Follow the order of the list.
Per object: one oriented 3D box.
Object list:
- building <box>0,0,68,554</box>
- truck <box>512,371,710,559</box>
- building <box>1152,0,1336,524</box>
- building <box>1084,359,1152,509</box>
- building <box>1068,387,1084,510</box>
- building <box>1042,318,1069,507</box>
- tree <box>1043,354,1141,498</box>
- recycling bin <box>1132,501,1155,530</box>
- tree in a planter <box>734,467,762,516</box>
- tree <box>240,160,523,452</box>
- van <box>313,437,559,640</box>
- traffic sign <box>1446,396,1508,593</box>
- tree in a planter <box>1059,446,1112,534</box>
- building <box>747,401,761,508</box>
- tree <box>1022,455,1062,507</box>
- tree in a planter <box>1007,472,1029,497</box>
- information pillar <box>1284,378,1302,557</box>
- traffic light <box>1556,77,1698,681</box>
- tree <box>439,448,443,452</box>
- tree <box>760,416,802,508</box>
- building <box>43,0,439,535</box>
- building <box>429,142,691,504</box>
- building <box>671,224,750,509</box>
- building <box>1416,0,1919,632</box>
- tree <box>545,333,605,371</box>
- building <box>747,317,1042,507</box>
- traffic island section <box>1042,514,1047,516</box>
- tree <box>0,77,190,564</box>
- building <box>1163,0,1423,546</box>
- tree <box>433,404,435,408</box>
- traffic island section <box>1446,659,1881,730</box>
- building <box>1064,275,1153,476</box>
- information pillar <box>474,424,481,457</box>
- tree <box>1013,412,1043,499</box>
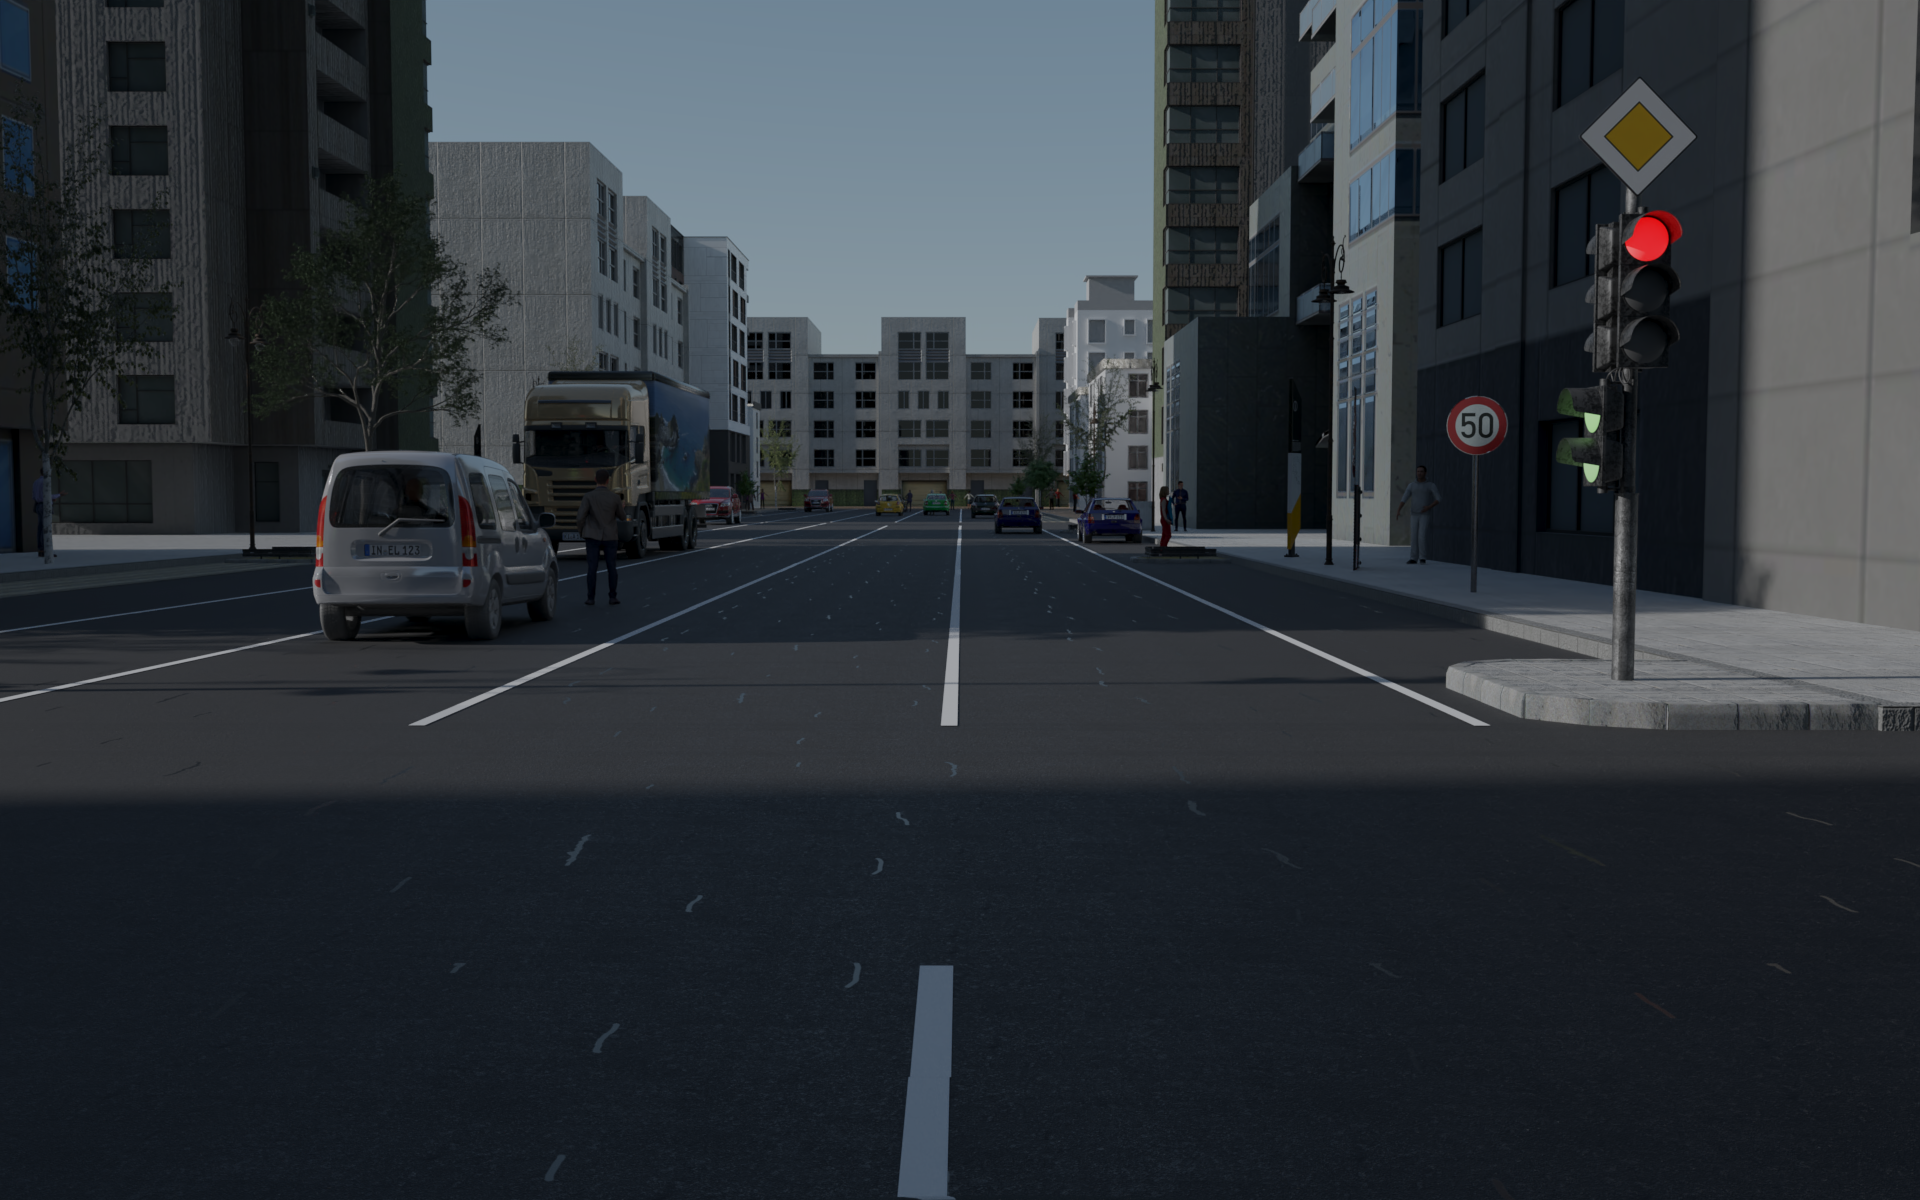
[{"bbox_3d":[-27.002,-23.280,30.734,14.600,45.320,14.200,0,3,0],"label":"building"},{"bbox_3d":[-8.132,-3.233,41.772,2.839,4.237,11.283,0,4,1],"label":"truck"},{"bbox_3d":[15.716,-18.846,79.837,14.160,30.474,14.107,0,3,0],"label":"building"},{"bbox_3d":[13.419,-10.122,107.649,9.099,9.664,28.070,0,3,0],"label":"building"},{"bbox_3d":[13.825,-11.836,135.666,9.099,9.664,28.070,0,3,0],"label":"building"},{"bbox_3d":[23.646,-19.308,182.138,31.486,18.905,16.747,0,3,0],"label":"building"},{"bbox_3d":[7.256,-8.564,90.388,4.360,8.622,3.978,0,3,0],"label":"tree"},{"bbox_3d":[6.436,-2.989,61.416,0.722,1.027,0.722,-2,4,-23],"label":"recycling bin"},{"bbox_3d":[-14.048,-7.124,113.702,1.991,3.239,1.994,0,3,0],"label":"tree in a planter"},{"bbox_3d":[-16.509,-6.970,48.370,7.601,10.594,8.767,1,4,15],"label":"tree"},{"bbox_3d":[-5.419,-0.693,18.342,2.013,2.044,4.112,0,4,-1],"label":"van"},{"bbox_3d":[6.702,-1.371,22.524,0.768,2.556,0.104,1,4,8],"label":"traffic sign"},{"bbox_3d":[4.657,-4.062,63.630,1.991,3.239,1.994,0,3,0],"label":"tree in a planter"},{"bbox_3d":[-32.543,-13.142,157.018,28.070,9.664,9.099,0,3,0],"label":"building"},{"bbox_3d":[6.845,-9.897,145.525,4.285,4.588,4.351,0,3,0],"label":"tree"},{"bbox_3d":[4.754,-8.784,140.838,1.991,3.239,1.994,0,3,0],"label":"tree in a planter"},{"bbox_3d":[6.790,-2.680,35.179,0.183,3.616,0.504,2,4,34],"label":"information pillar"},{"bbox_3d":[4.559,-1.402,11.850,0.839,4.253,0.868,0,3,0],"label":"traffic light"},{"bbox_3d":[-24.500,-5.659,76.244,4.285,4.588,4.351,0,3,0],"label":"tree"},{"bbox_3d":[-17.244,-13.076,164.160,4.737,8.622,4.395,0,3,0],"label":"tree"},{"bbox_3d":[-27.202,-17.599,59.447,14.160,30.474,14.107,0,3,0],"label":"building"},{"bbox_3d":[-26.900,-14.467,102.995,16.747,18.905,31.486,0,3,0],"label":"building"},{"bbox_3d":[-32.359,-17.825,135.410,27.936,21.610,32.646,0,3,0],"label":"building"},{"bbox_3d":[19.262,-35.723,22.325,20.611,71.187,20.563,0,3,0],"label":"building"},{"bbox_3d":[-17.139,-7.878,79.174,4.360,8.622,3.978,0,3,0],"label":"tree"},{"bbox_3d":[-7.840,-19.263,181.409,31.486,18.905,16.747,0,3,0],"label":"building"},{"bbox_3d":[4.718,-5.573,113.990,1.991,0.108,1.994,0,3,0],"label":"traffic island section"},{"bbox_3d":[-16.599,-4.981,31.801,4.360,8.622,3.978,0,3,0],"label":"tree"},{"bbox_3d":[19.784,-45.440,55.610,22.319,86.520,31.000,0,3,0],"label":"building"},{"bbox_3d":[-27.420,-8.072,82.347,4.737,8.622,4.395,0,3,0],"label":"tree"},{"bbox_3d":[4.599,0.631,11.964,2.009,0.180,2.903,0,3,0],"label":"traffic island section"},{"bbox_3d":[17.461,-18.288,155.433,16.016,20.091,11.380,0,3,0],"label":"building"},{"bbox_3d":[-16.154,-4.081,58.073,0.183,3.616,0.504,-2,4,-35],"label":"information pillar"},{"bbox_3d":[6.775,-12.250,150.650,4.360,8.622,3.978,0,3,0],"label":"tree"}]
